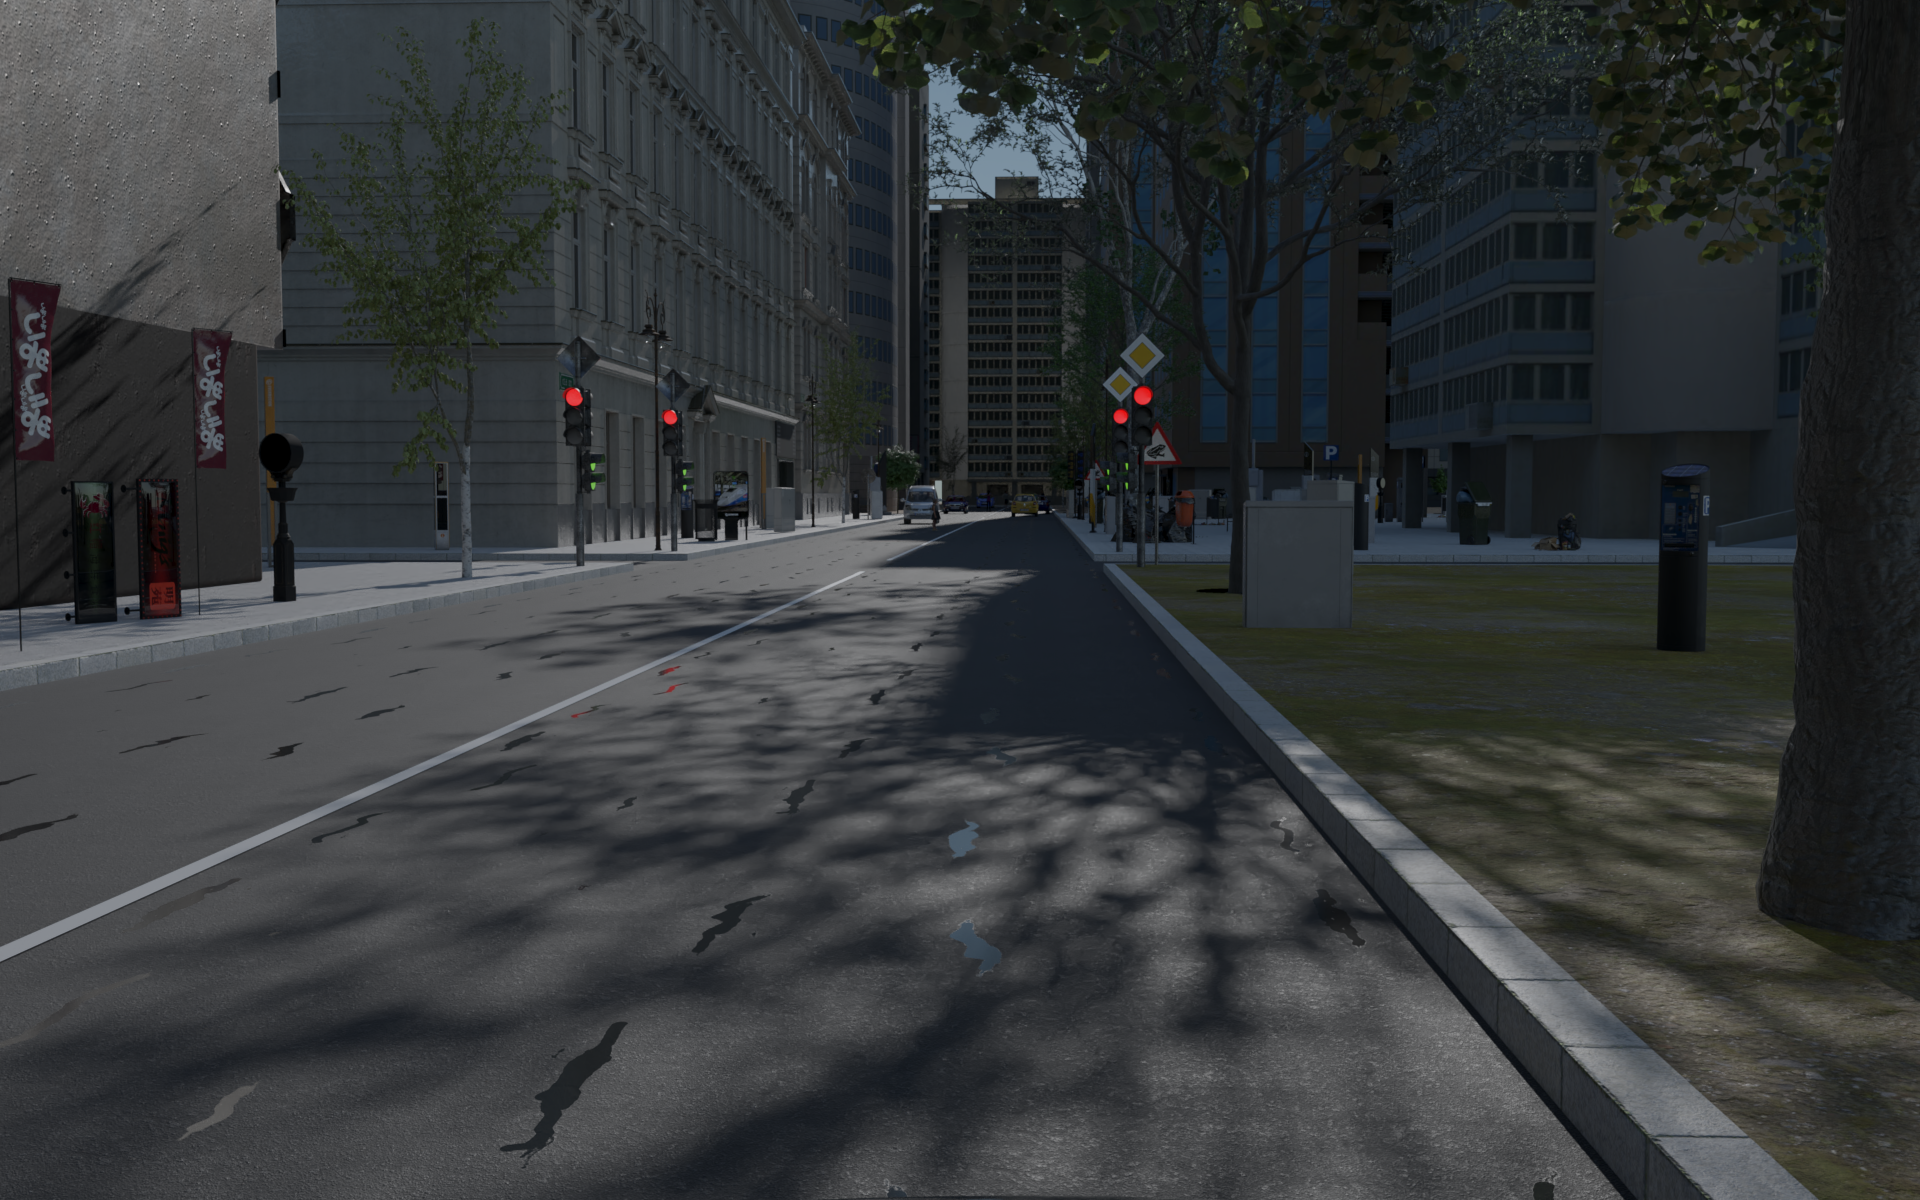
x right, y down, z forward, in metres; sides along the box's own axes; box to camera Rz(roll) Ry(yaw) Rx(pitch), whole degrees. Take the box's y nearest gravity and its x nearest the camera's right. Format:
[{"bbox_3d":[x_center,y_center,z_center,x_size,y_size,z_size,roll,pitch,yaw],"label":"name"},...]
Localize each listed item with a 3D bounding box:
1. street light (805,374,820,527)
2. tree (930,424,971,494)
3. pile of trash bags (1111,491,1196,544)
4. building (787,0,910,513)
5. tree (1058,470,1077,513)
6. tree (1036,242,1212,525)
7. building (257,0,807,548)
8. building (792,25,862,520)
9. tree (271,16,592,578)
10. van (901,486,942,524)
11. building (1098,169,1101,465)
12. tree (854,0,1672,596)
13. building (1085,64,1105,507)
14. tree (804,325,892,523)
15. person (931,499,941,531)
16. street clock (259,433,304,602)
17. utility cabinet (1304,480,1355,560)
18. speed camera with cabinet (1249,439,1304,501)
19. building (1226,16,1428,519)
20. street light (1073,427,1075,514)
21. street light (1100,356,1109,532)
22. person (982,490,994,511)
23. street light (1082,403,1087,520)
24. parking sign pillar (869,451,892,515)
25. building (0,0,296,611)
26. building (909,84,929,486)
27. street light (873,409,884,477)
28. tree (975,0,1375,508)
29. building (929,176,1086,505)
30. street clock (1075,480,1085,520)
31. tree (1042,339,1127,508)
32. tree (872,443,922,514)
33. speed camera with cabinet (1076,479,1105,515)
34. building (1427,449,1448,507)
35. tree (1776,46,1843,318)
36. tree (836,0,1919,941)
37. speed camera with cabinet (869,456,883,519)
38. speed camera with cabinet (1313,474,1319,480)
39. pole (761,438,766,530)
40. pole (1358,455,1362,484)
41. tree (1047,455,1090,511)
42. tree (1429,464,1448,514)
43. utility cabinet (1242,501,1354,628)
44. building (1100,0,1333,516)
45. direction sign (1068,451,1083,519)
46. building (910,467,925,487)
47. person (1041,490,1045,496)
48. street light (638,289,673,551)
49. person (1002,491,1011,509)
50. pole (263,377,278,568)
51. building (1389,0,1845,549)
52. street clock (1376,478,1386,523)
[{"bbox_3d":[-5.660,-5.739,66.623,0.468,5.910,1.993,0,4,3],"label":"street light"},{"bbox_3d":[-0.943,-14.160,181.871,4.360,8.622,3.978,0,3,0],"label":"tree"},{"bbox_3d":[5.343,-2.191,45.582,1.912,1.369,3.447,-1,4,-17],"label":"pile of trash bags"},{"bbox_3d":[-15.247,-35.809,127.472,21.231,58.520,28.212,0,4,3],"label":"building"},{"bbox_3d":[7.585,-7.477,116.852,1.663,3.219,1.824,0,3,0],"label":"tree"},{"bbox_3d":[6.679,-8.911,71.442,9.928,11.665,9.643,0,3,0],"label":"tree"},{"bbox_3d":[-16.527,-17.480,62.212,17.030,29.872,44.131,0,4,3],"label":"building"},{"bbox_3d":[-13.456,-18.871,95.929,14.401,28.519,23.554,0,4,3],"label":"building"},{"bbox_3d":[-7.831,-4.651,26.405,4.737,8.622,4.395,0,3,0],"label":"tree"},{"bbox_3d":[-1.849,-4.711,84.040,2.013,2.044,4.112,0,4,1],"label":"van"},{"bbox_3d":[22.822,-31.936,141.754,23.786,49.044,30.456,0,4,3],"label":"building"},{"bbox_3d":[3.503,-6.829,22.020,12.009,13.543,11.850,0,3,0],"label":"tree"},{"bbox_3d":[22.934,-38.457,170.768,21.231,58.520,28.212,0,4,3],"label":"building"},{"bbox_3d":[-5.122,-7.708,76.385,4.737,8.622,4.395,0,3,0],"label":"tree"},{"bbox_3d":[-0.935,-3.341,67.800,0.373,1.253,0.362,2,4,27],"label":"person"},{"bbox_3d":[-8.077,-0.984,20.657,0.471,2.002,0.358,1,4,18],"label":"street clock"},{"bbox_3d":[5.912,-1.160,27.637,0.318,1.500,1.173,-1,4,-12],"label":"utility cabinet"},{"bbox_3d":[11.272,-4.164,62.420,2.038,3.252,0.660,1,4,13],"label":"speed camera with cabinet"},{"bbox_3d":[18.262,-27.270,95.970,14.600,45.320,14.200,0,4,3],"label":"building"},{"bbox_3d":[7.445,-8.543,112.473,0.468,5.910,1.993,0,4,3],"label":"street light"},{"bbox_3d":[4.926,-5.228,58.263,0.468,5.910,1.993,0,4,3],"label":"street light"},{"bbox_3d":[2.387,-8.182,142.958,1.217,1.739,0.721,1,4,14],"label":"person"},{"bbox_3d":[6.091,-6.884,85.339,0.468,5.910,1.993,0,4,3],"label":"street light"},{"bbox_3d":[-4.924,-7.235,106.769,1.447,3.967,1.447,1,4,16],"label":"parking sign pillar"},{"bbox_3d":[-18.820,-9.335,20.087,16.811,18.784,16.820,0,4,3],"label":"building"},{"bbox_3d":[-14.297,-33.850,177.157,21.600,48.544,21.300,0,4,3],"label":"building"},{"bbox_3d":[-4.418,-7.413,93.997,0.468,5.910,1.993,0,4,3],"label":"street light"},{"bbox_3d":[6.057,-11.734,47.740,12.611,20.169,13.585,0,3,0],"label":"tree"},{"bbox_3d":[6.952,-31.967,214.534,23.993,40.220,32.217,0,4,3],"label":"building"},{"bbox_3d":[5.997,-5.026,86.745,0.471,2.002,0.358,3,4,39],"label":"street clock"},{"bbox_3d":[6.535,-8.002,81.197,4.737,8.622,4.395,0,3,0],"label":"tree"},{"bbox_3d":[-4.057,-7.775,110.829,4.285,4.588,4.351,0,3,0],"label":"tree"},{"bbox_3d":[8.023,-6.846,106.274,2.038,3.252,0.660,3,5,45],"label":"speed camera with cabinet"},{"bbox_3d":[51.403,-46.962,206.088,20.611,71.187,20.563,0,4,3],"label":"building"},{"bbox_3d":[14.127,-4.568,25.048,4.737,8.622,4.395,0,3,0],"label":"tree"},{"bbox_3d":[2.908,-6.012,4.947,9.857,13.997,8.962,0,3,0],"label":"tree"},{"bbox_3d":[-4.333,-5.805,89.253,0.660,3.252,2.038,0,4,-6],"label":"speed camera with cabinet"},{"bbox_3d":[15.206,-5.145,78.451,2.038,3.252,0.660,0,4,-5],"label":"speed camera with cabinet"},{"bbox_3d":[-7.111,-4.210,62.672,0.158,3.312,0.155,0,3,0],"label":"pole"},{"bbox_3d":[20.608,-5.840,89.328,0.158,3.312,0.155,0,3,0],"label":"pole"},{"bbox_3d":[8.405,-9.151,133.335,4.285,4.588,4.351,0,3,0],"label":"tree"},{"bbox_3d":[30.802,-7.125,111.094,1.663,3.219,1.824,0,3,0],"label":"tree"},{"bbox_3d":[3.250,-0.338,16.691,1.020,1.237,0.306,0,4,5],"label":"utility cabinet"},{"bbox_3d":[16.924,-28.723,119.728,14.600,45.320,14.200,0,4,3],"label":"building"},{"bbox_3d":[6.053,-6.041,90.763,0.876,3.537,0.379,2,4,23],"label":"direction sign"},{"bbox_3d":[-13.624,-43.636,151.697,20.563,71.187,20.611,0,4,3],"label":"building"},{"bbox_3d":[7.315,-8.931,154.529,0.705,1.822,1.348,-2,4,-27],"label":"person"},{"bbox_3d":[-6.859,-4.061,39.186,0.468,5.910,1.993,0,4,3],"label":"street light"},{"bbox_3d":[4.619,-9.920,171.480,1.217,1.735,0.721,-3,4,-38],"label":"person"},{"bbox_3d":[-12.014,-2.223,30.195,0.158,3.312,0.155,0,3,0],"label":"pole"},{"bbox_3d":[27.466,-22.176,54.458,23.993,40.220,32.217,0,4,3],"label":"building"},{"bbox_3d":[18.527,-4.385,76.269,0.358,2.002,0.471,3,5,42],"label":"street clock"}]
